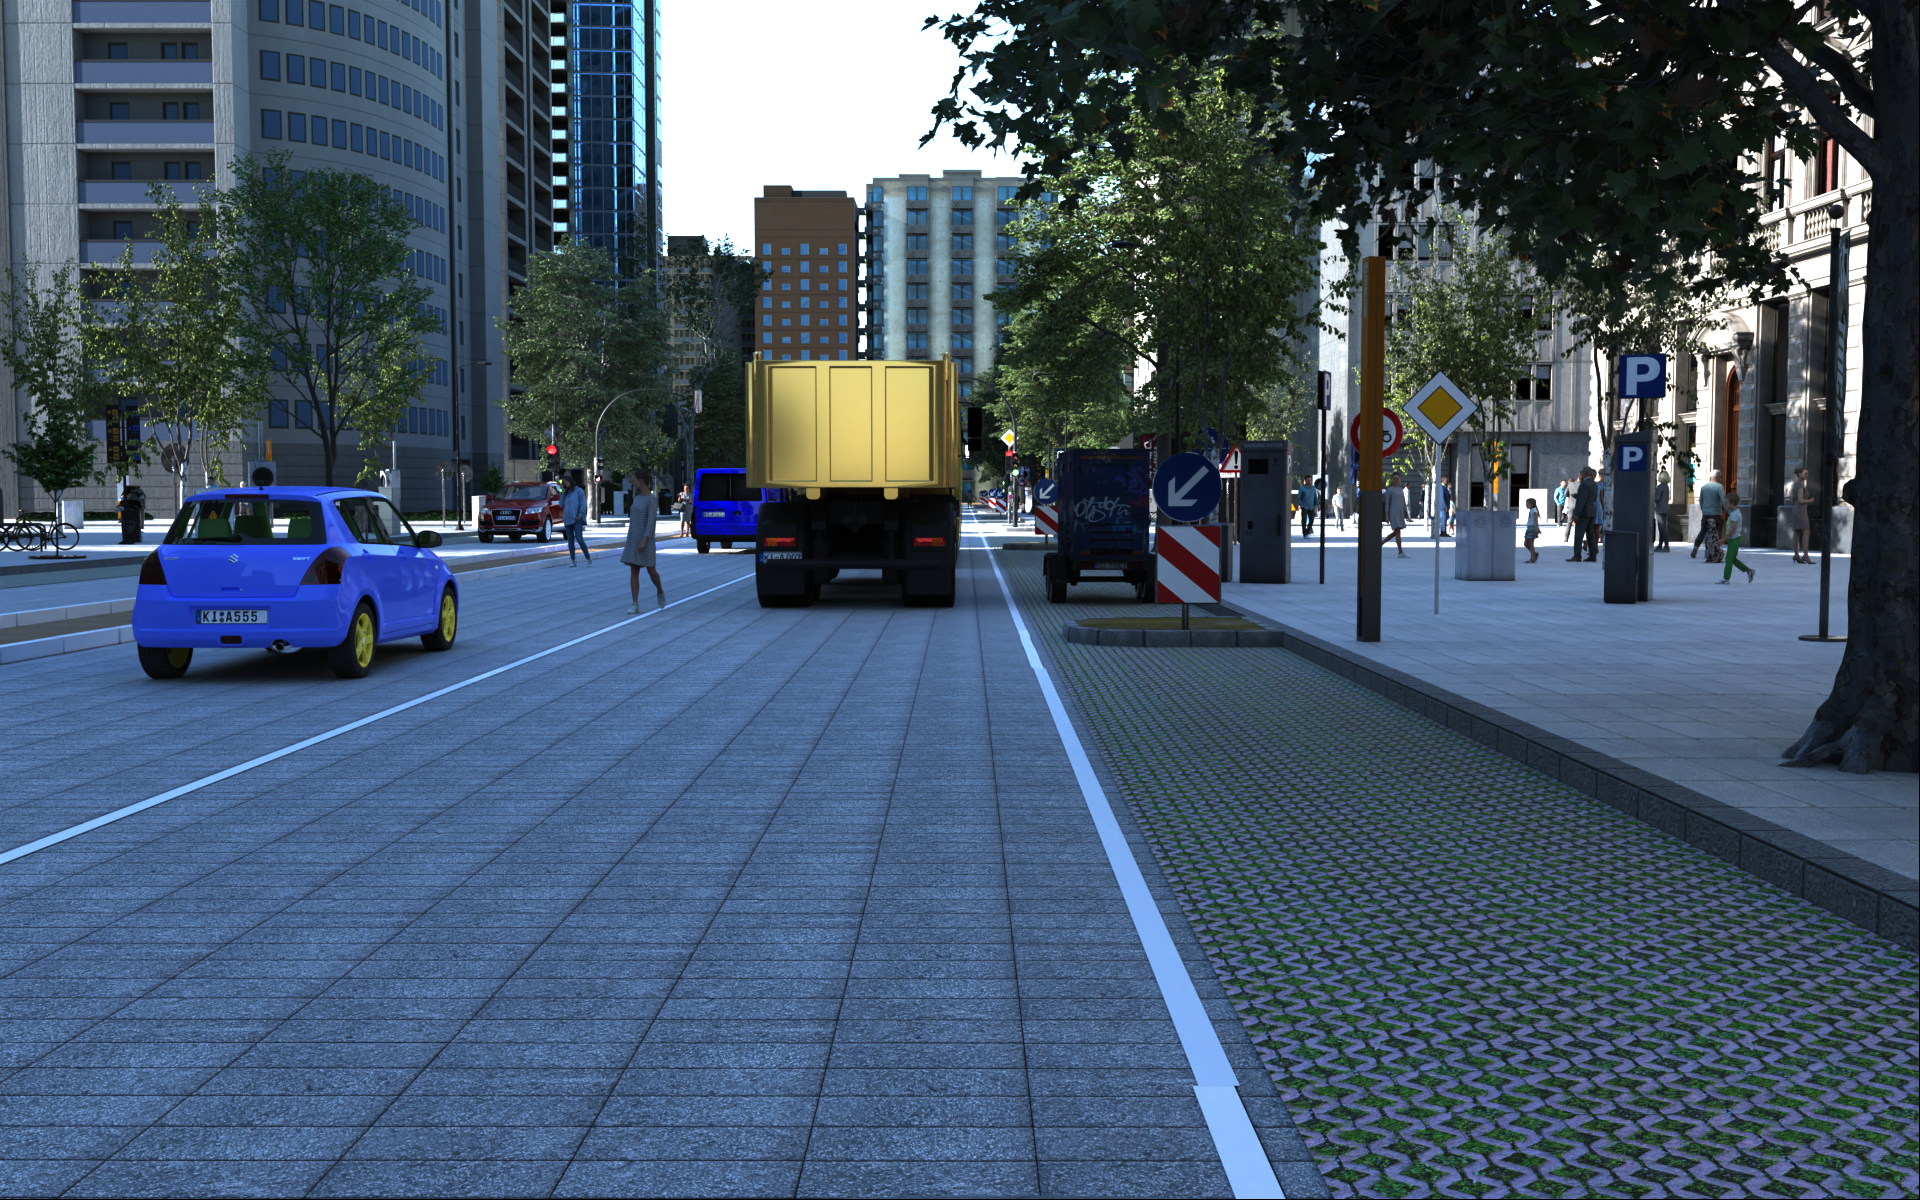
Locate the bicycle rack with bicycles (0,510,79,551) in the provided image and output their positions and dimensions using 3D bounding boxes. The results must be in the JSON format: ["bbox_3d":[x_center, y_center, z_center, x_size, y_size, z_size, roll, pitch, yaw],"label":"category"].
[{"bbox_3d":[-21.495,-1.570,39.049,2.925,0.926,2.852,-2,4,-24],"label":"bicycle rack with bicycles"}]

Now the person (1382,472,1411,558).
[{"bbox_3d":[8.727,-1.719,34.904,0.760,1.731,0.466,2,4,27],"label":"person"}]

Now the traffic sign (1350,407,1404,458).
[{"bbox_3d":[6.063,-1.539,25.274,0.768,2.556,0.104,0,4,7],"label":"traffic sign"}]

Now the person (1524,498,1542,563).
[{"bbox_3d":[10.662,-1.286,32.086,0.382,1.210,0.505,0,3,0],"label":"person"}]

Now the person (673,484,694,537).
[{"bbox_3d":[-9.201,-2.987,57.688,0.716,1.782,0.532,-1,4,-10],"label":"person"}]

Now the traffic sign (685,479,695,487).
[{"bbox_3d":[-19.792,-7.749,126.696,0.884,2.594,0.081,0,4,2],"label":"traffic sign"}]

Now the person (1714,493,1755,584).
[{"bbox_3d":[11.065,-0.880,24.682,0.590,1.304,0.306,0,4,1],"label":"person"}]

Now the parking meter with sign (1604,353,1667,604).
[{"bbox_3d":[8.123,-1.508,20.914,0.543,3.016,1.738,2,4,27],"label":"parking meter with sign"}]

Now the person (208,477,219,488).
[{"bbox_3d":[-23.915,-3.036,55.547,0.748,1.841,0.638,2,4,26],"label":"person"}]

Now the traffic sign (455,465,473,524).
[{"bbox_3d":[-21.492,-4.583,75.042,0.768,2.556,0.104,0,4,4],"label":"traffic sign"}]

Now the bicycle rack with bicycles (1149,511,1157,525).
[{"bbox_3d":[6.828,-3.222,66.069,2.925,0.926,2.852,-2,4,-32],"label":"bicycle rack with bicycles"}]

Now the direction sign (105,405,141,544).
[{"bbox_3d":[-21.320,-3.193,44.196,0.379,3.537,0.876,2,4,35],"label":"direction sign"}]

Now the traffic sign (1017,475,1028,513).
[{"bbox_3d":[4.171,-7.105,116.273,0.768,2.556,0.104,0,4,5],"label":"traffic sign"}]

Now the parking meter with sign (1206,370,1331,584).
[{"bbox_3d":[4.407,-1.755,24.961,1.738,3.016,0.543,1,4,23],"label":"parking meter with sign"}]

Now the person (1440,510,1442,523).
[{"bbox_3d":[17.744,-3.553,64.146,0.388,1.821,0.555,0,4,2],"label":"person"}]

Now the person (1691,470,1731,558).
[{"bbox_3d":[15.019,-1.710,34.487,0.515,1.767,0.782,-2,4,-28],"label":"person"}]

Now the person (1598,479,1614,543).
[{"bbox_3d":[16.685,-2.369,44.950,0.661,1.801,0.590,2,4,29],"label":"person"}]

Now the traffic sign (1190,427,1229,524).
[{"bbox_3d":[4.738,-2.015,33.056,0.768,2.556,0.104,0,4,1],"label":"traffic sign"}]

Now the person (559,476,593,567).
[{"bbox_3d":[-7.544,-1.546,34.034,0.793,1.790,0.793,0,4,-6],"label":"person"}]

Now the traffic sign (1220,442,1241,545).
[{"bbox_3d":[6.897,-2.650,43.328,0.884,2.594,0.081,0,4,1],"label":"traffic sign"}]

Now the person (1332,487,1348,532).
[{"bbox_3d":[12.951,-3.085,59.086,0.523,1.515,0.503,2,4,28],"label":"person"}]

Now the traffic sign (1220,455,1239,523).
[{"bbox_3d":[6.864,-2.585,44.392,0.606,2.300,0.079,0,4,4],"label":"traffic sign"}]

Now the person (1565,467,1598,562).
[{"bbox_3d":[11.826,-1.635,32.957,0.590,1.801,0.661,3,5,44],"label":"person"}]

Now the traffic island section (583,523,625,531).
[{"bbox_3d":[-15.678,-3.226,75.025,2.009,0.180,2.903,0,4,0],"label":"traffic island section"}]

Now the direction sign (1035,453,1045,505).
[{"bbox_3d":[4.438,-6.362,96.010,0.379,3.537,0.876,3,5,43],"label":"direction sign"}]

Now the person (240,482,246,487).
[{"bbox_3d":[-27.846,-3.729,67.492,0.515,1.767,0.782,-1,4,-15],"label":"person"}]

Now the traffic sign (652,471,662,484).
[{"bbox_3d":[-17.613,-6.144,100.195,0.795,2.593,0.064,0,4,5],"label":"traffic sign"}]

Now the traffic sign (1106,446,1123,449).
[{"bbox_3d":[4.093,-2.808,46.011,0.768,2.556,0.104,0,4,4],"label":"traffic sign"}]

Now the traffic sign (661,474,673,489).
[{"bbox_3d":[-18.378,-6.634,108.574,0.768,2.556,0.104,0,4,3],"label":"traffic sign"}]

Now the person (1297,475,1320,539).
[{"bbox_3d":[9.985,-2.675,49.798,0.660,1.820,0.620,-1,4,-22],"label":"person"}]

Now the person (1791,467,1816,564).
[{"bbox_3d":[15.534,-1.561,31.902,0.374,1.781,0.599,1,4,11],"label":"person"}]

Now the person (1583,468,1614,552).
[{"bbox_3d":[13.875,-1.934,37.539,0.514,1.842,0.818,-2,4,-24],"label":"person"}]

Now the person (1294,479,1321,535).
[{"bbox_3d":[10.870,-2.946,54.198,0.794,1.824,0.713,-1,4,-23],"label":"person"}]

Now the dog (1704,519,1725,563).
[{"bbox_3d":[13.985,-1.098,32.326,0.800,0.831,0.513,-3,5,-41],"label":"dog"}]

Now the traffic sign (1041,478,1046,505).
[{"bbox_3d":[5.582,-7.276,119.066,0.768,2.556,0.104,0,4,3],"label":"traffic sign"}]

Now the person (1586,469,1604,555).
[{"bbox_3d":[13.276,-1.855,36.464,0.616,1.811,0.778,2,4,26],"label":"person"}]

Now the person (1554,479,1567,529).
[{"bbox_3d":[22.059,-3.512,63.488,0.660,1.820,0.620,-2,4,-24],"label":"person"}]

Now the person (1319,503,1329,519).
[{"bbox_3d":[18.721,-5.095,89.472,0.853,1.813,0.709,-3,5,-44],"label":"person"}]

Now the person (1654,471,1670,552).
[{"bbox_3d":[15.407,-1.955,38.186,0.537,1.800,0.526,-3,5,-42],"label":"person"}]

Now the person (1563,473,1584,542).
[{"bbox_3d":[16.413,-2.465,46.146,0.655,1.846,0.447,3,5,40],"label":"person"}]

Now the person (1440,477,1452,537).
[{"bbox_3d":[14.549,-2.802,52.034,0.419,1.800,0.721,1,4,11],"label":"person"}]

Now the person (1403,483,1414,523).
[{"bbox_3d":[20.026,-4.375,77.847,0.850,1.792,0.678,-2,4,-24],"label":"person"}]

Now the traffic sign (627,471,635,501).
[{"bbox_3d":[-17.693,-5.741,93.979,0.768,2.556,0.104,0,4,2],"label":"traffic sign"}]

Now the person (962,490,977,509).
[{"bbox_3d":[0.906,-9.488,163.633,1.348,1.824,0.705,0,4,-7],"label":"person"}]

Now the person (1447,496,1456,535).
[{"bbox_3d":[15.401,-2.667,54.340,0.332,1.250,0.352,-2,4,-30],"label":"person"}]

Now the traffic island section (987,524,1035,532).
[{"bbox_3d":[2.143,-2.735,66.990,2.009,0.180,2.903,0,4,0],"label":"traffic island section"}]

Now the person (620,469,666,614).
[{"bbox_3d":[-3.828,-0.716,20.953,0.466,1.731,0.760,1,4,13],"label":"person"}]

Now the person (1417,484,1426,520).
[{"bbox_3d":[23.247,-4.927,87.018,0.534,1.772,0.576,0,4,8],"label":"person"}]

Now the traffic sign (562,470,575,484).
[{"bbox_3d":[-20.770,-5.600,91.565,0.884,2.594,0.081,0,4,3],"label":"traffic sign"}]

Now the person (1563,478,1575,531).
[{"bbox_3d":[20.881,-3.234,59.016,0.616,1.811,0.778,-1,4,-16],"label":"person"}]

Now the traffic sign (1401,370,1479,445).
[{"bbox_3d":[5.117,-1.145,18.450,0.795,2.593,0.064,1,4,10],"label":"traffic sign"}]

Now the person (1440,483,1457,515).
[{"bbox_3d":[24.252,-4.903,86.170,0.822,1.834,0.622,3,4,38],"label":"person"}]

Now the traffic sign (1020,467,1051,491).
[{"bbox_3d":[5.574,-8.197,127.896,2.265,3.308,0.079,0,4,1],"label":"traffic sign"}]
